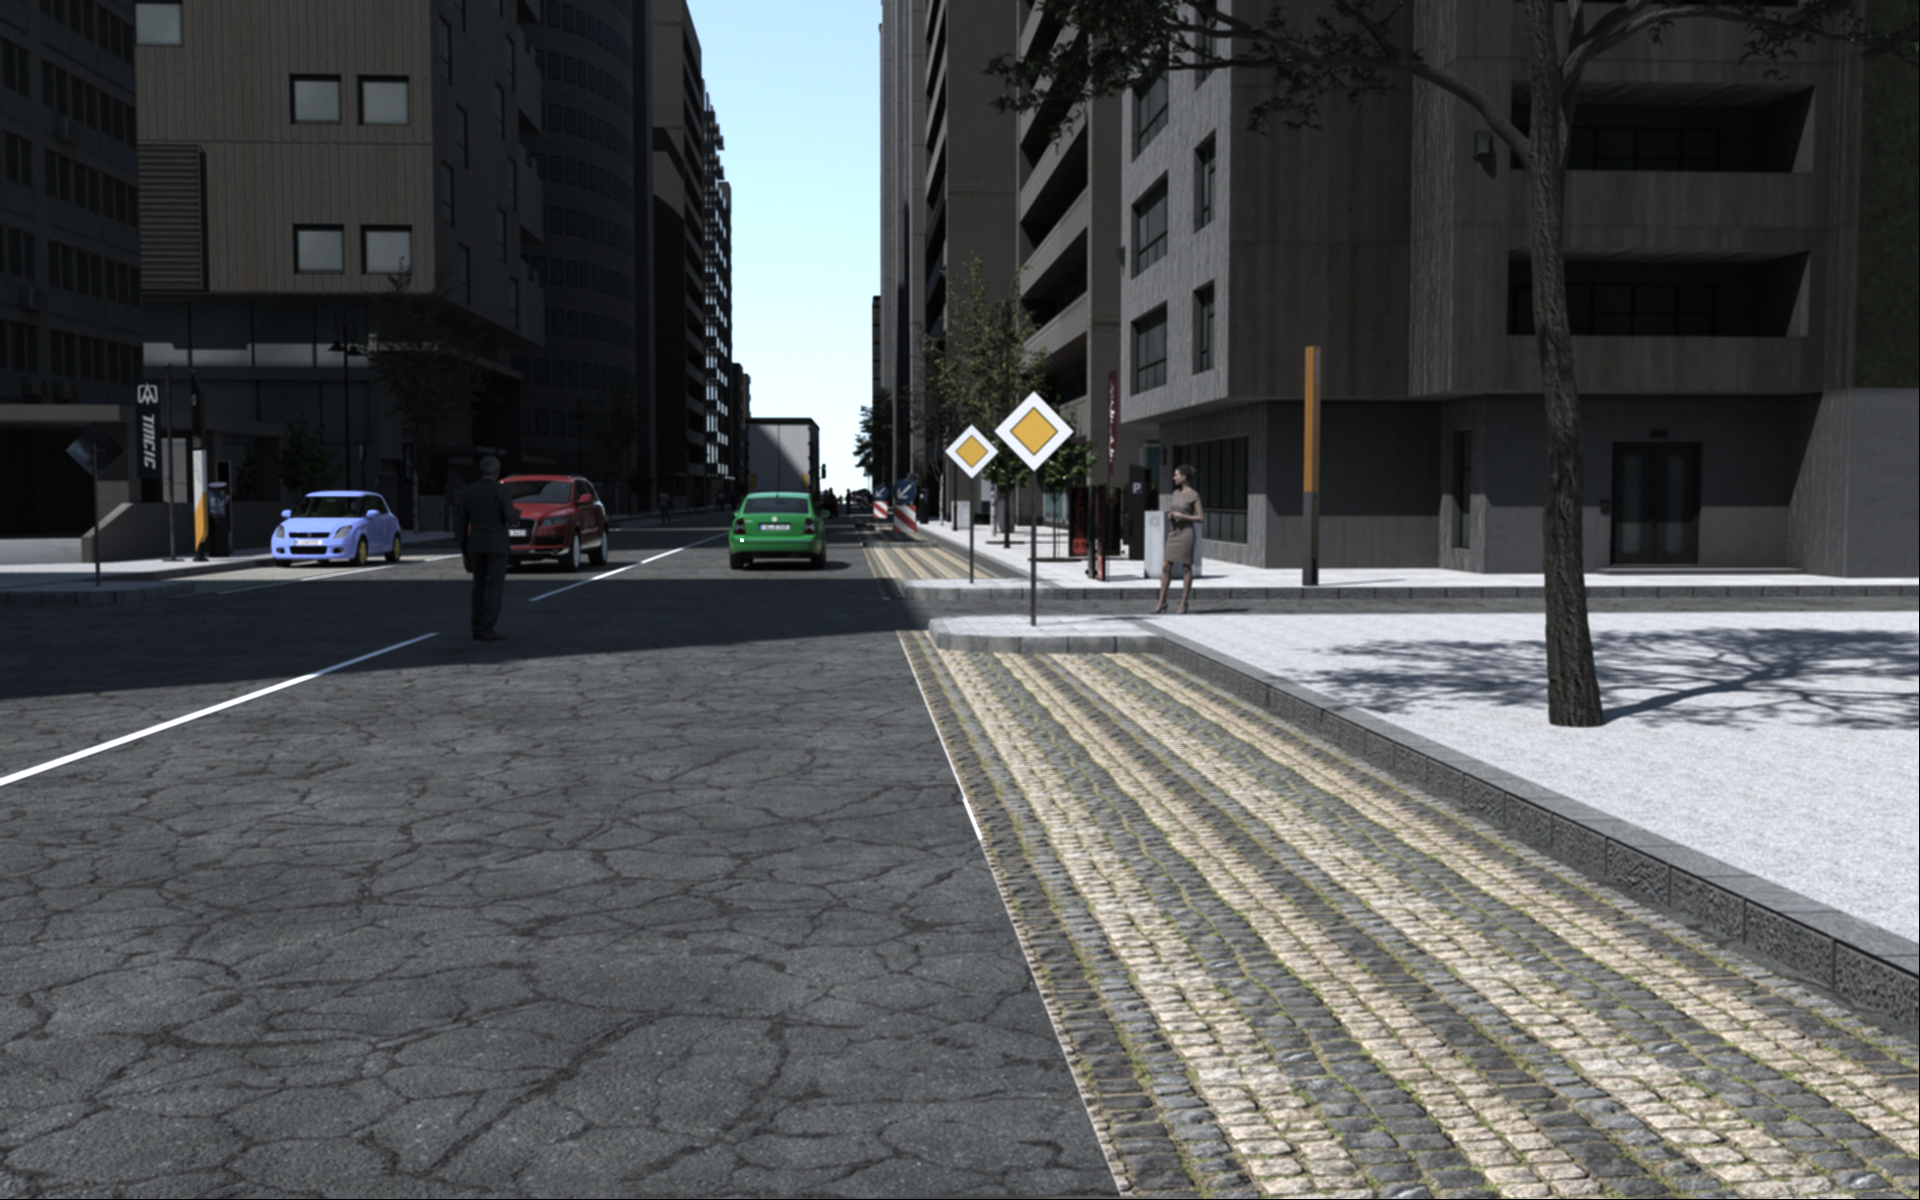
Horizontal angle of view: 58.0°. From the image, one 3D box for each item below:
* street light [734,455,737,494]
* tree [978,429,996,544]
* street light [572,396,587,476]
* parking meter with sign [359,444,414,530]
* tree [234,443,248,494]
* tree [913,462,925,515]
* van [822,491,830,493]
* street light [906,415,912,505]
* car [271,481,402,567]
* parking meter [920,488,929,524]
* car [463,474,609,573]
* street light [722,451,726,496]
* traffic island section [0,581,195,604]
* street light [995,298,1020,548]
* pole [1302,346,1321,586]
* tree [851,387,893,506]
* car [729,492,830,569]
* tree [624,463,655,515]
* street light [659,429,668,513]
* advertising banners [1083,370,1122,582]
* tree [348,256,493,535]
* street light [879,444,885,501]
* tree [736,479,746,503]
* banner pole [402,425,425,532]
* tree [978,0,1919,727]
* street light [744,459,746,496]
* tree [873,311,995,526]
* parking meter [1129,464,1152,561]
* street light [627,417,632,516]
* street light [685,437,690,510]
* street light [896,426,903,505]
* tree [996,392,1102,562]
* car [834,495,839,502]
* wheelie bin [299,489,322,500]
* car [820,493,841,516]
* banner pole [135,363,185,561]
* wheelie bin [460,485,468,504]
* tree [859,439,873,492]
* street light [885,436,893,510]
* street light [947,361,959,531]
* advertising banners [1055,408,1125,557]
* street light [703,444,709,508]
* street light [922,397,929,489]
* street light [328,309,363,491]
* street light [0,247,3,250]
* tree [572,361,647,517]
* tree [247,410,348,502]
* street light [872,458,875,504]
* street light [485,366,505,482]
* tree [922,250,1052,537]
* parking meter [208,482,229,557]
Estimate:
[{"bbox_3d":[-26.273,-14.072,202.859,0.468,5.910,1.993,0,4,-4],"label":"street light"},{"bbox_3d":[1.296,-3.065,44.716,1.663,3.219,1.824,0,3,0],"label":"tree"},{"bbox_3d":[-17.932,-6.665,81.763,0.468,5.910,1.993,0,4,-4],"label":"street light"},{"bbox_3d":[-20.314,-3.985,61.421,1.738,3.016,0.543,-2,4,-34],"label":"parking meter with sign"},{"bbox_3d":[-22.905,-3.767,56.198,1.663,3.219,1.824,0,3,0],"label":"tree"},{"bbox_3d":[-2.326,-6.690,103.988,1.663,3.219,1.824,0,3,0],"label":"tree"},{"bbox_3d":[-17.714,-13.632,229.894,2.013,2.044,4.112,0,4,-4],"label":"van"},{"bbox_3d":[-2.877,-7.749,99.483,0.468,5.910,1.993,0,4,-4],"label":"street light"},{"bbox_3d":[-12.562,-1.552,34.959,1.945,1.707,3.694,0,4,-2],"label":"car"},{"bbox_3d":[-1.542,-4.037,74.416,0.372,1.533,0.369,0,3,0],"label":"parking meter"},{"bbox_3d":[-8.094,-1.510,33.358,2.281,1.827,5.304,0,4,-2],"label":"car"},{"bbox_3d":[-24.934,-12.877,183.325,0.468,5.910,1.993,0,4,-4],"label":"street light"},{"bbox_3d":[-11.974,-0.107,24.026,2.009,0.180,2.903,0,4,-4],"label":"traffic island section"},{"bbox_3d":[1.120,-4.172,41.007,0.468,5.910,1.993,0,4,-4],"label":"street light"},{"bbox_3d":[4.889,-1.849,24.071,0.158,3.312,0.155,0,3,0],"label":"pole"},{"bbox_3d":[-7.720,-16.245,183.728,7.486,12.596,7.792,0,3,0],"label":"tree"},{"bbox_3d":[-3.562,-1.561,34.324,1.959,1.807,4.718,0,4,-3],"label":"car"},{"bbox_3d":[-19.881,-6.948,108.208,1.663,3.219,1.824,0,3,0],"label":"tree"},{"bbox_3d":[-20.579,-9.016,120.206,0.468,5.910,1.993,0,4,-4],"label":"street light"},{"bbox_3d":[2.086,-1.796,25.551,0.090,3.025,2.074,0,4,-6],"label":"advertising banners"},{"bbox_3d":[-16.987,-6.379,54.654,4.737,8.622,4.395,0,3,0],"label":"tree"},{"bbox_3d":[-6.793,-11.240,156.565,0.468,5.910,1.993,0,4,-4],"label":"street light"},{"bbox_3d":[-28.105,-14.121,225.479,1.663,3.219,1.824,0,3,0],"label":"tree"},{"bbox_3d":[-18.373,-4.164,58.096,0.863,3.779,0.401,2,4,24],"label":"banner pole"},{"bbox_3d":[3.149,-4.594,9.533,7.601,10.594,8.767,2,4,31],"label":"tree"},{"bbox_3d":[-27.572,-15.261,222.296,0.468,5.910,1.993,0,4,-4],"label":"street light"},{"bbox_3d":[-0.680,-7.325,70.133,4.360,8.622,3.978,0,3,0],"label":"tree"},{"bbox_3d":[3.486,-1.697,33.464,0.399,1.863,0.255,2,4,34],"label":"parking meter"},{"bbox_3d":[-19.240,-7.822,100.679,0.468,5.910,1.993,0,4,-4],"label":"street light"},{"bbox_3d":[-21.886,-10.186,139.324,0.468,5.910,1.993,0,4,-4],"label":"street light"},{"bbox_3d":[-4.111,-8.892,118.165,0.468,5.910,1.993,0,4,-4],"label":"street light"},{"bbox_3d":[1.932,-2.348,32.989,1.663,3.219,1.824,0,3,0],"label":"tree"},{"bbox_3d":[-11.433,-8.460,150.321,2.014,1.417,4.499,0,4,-4],"label":"car"},{"bbox_3d":[-23.304,-3.324,62.259,0.693,1.594,0.980,-3,5,-41],"label":"wheelie bin"},{"bbox_3d":[-8.833,-6.334,112.607,2.155,1.783,4.494,0,4,-6],"label":"car"},{"bbox_3d":[-15.301,-2.632,33.053,0.863,3.779,0.401,0,4,-3],"label":"banner pole"},{"bbox_3d":[-16.933,-3.195,60.149,0.980,1.594,0.693,2,4,28],"label":"wheelie bin"},{"bbox_3d":[-9.101,-14.703,190.754,4.360,8.622,3.978,0,3,0],"label":"tree"},{"bbox_3d":[-5.511,-10.060,137.276,0.468,5.910,1.993,0,4,-4],"label":"street light"},{"bbox_3d":[-0.162,-5.349,60.252,0.468,5.910,1.993,0,4,-4],"label":"street light"},{"bbox_3d":[2.466,-2.396,35.358,2.074,3.025,0.090,-2,4,-27],"label":"advertising banners"},{"bbox_3d":[-23.304,-11.411,159.365,0.468,5.910,1.993,0,4,-4],"label":"street light"},{"bbox_3d":[-1.575,-6.567,80.164,0.468,5.910,1.993,0,4,-4],"label":"street light"},{"bbox_3d":[-15.351,-4.318,43.391,0.468,5.910,1.993,0,4,-4],"label":"street light"},{"bbox_3d":[-13.957,-3.149,24.279,0.468,5.910,1.993,0,4,-4],"label":"street light"},{"bbox_3d":[-19.202,-8.927,96.325,4.737,8.622,4.395,0,3,0],"label":"tree"},{"bbox_3d":[-15.112,-2.764,39.794,1.663,3.219,1.824,0,3,0],"label":"tree"},{"bbox_3d":[-9.840,-13.909,200.204,0.468,5.910,1.993,0,4,-4],"label":"street light"},{"bbox_3d":[-16.719,-5.487,62.505,0.468,5.910,1.993,0,4,-4],"label":"street light"},{"bbox_3d":[0.974,-6.210,51.904,4.737,8.622,4.395,0,3,0],"label":"tree"},{"bbox_3d":[-15.065,-1.638,35.188,0.372,1.533,0.369,0,3,0],"label":"parking meter"}]
